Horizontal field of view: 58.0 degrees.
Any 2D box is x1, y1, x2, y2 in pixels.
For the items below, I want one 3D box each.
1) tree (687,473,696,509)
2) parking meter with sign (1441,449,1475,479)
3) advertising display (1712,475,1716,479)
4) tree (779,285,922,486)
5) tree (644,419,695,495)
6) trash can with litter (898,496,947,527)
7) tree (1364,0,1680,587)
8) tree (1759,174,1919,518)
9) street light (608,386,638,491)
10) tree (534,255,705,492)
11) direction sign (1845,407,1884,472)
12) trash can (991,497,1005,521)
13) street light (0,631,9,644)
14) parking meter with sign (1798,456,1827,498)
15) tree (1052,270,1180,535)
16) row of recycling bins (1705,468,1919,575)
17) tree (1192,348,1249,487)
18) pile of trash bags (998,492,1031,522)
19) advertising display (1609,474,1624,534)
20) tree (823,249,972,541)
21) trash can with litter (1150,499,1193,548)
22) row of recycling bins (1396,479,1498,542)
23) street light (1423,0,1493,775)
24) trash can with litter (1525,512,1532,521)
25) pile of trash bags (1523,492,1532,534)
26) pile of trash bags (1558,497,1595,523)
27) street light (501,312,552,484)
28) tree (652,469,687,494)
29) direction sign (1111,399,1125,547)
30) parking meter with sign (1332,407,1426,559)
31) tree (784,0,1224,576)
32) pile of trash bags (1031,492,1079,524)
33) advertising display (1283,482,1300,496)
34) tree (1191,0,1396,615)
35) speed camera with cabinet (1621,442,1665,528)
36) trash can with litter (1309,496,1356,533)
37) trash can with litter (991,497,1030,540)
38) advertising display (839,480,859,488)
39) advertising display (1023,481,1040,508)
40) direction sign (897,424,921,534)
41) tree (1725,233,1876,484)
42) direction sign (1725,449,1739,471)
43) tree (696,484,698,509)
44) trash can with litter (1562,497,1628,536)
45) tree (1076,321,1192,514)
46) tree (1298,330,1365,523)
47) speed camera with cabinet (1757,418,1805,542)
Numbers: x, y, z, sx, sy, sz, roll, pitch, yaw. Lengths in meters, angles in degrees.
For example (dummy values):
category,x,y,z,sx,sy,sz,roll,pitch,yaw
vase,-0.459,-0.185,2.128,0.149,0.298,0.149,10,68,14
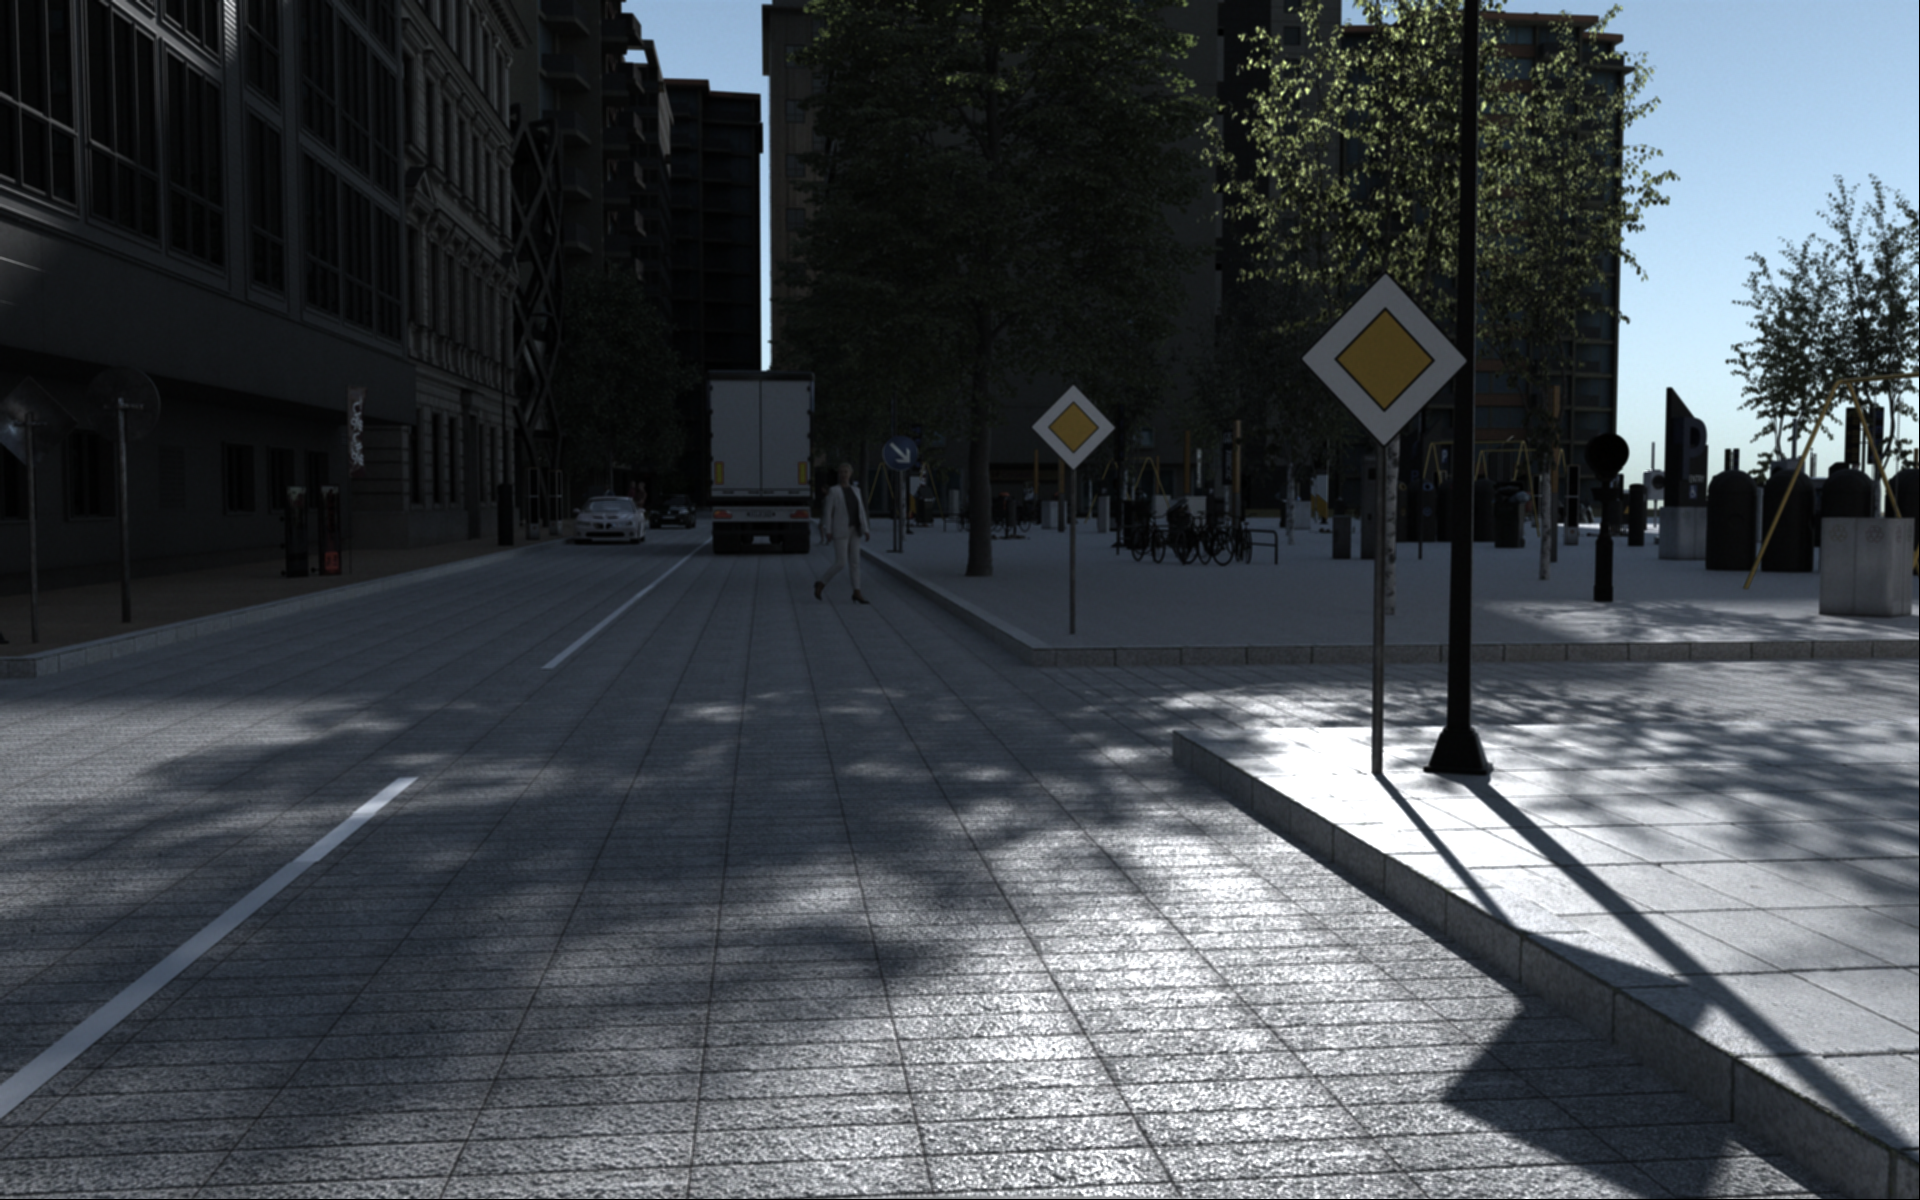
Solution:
category,x,y,z,sx,sy,sz,roll,pitch,yaw
tree,-21.808,-8.569,134.712,1.663,3.219,1.824,0,3,0
parking meter with sign,19.582,-4.337,67.171,1.738,3.016,0.543,-1,4,-11
advertising display,26.405,-3.329,59.639,0.974,1.923,0.123,0,4,5
tree,-4.865,-8.470,72.896,7.601,10.594,8.767,-1,4,-20
tree,-21.629,-10.742,125.995,4.737,8.622,4.395,0,3,0
trash can with litter,-1.651,-3.479,67.934,1.678,1.210,2.233,-2,4,-32
tree,8.558,-4.614,25.797,4.360,8.622,3.978,0,3,0
tree,20.641,-5.427,39.094,4.360,8.622,3.978,0,3,0
street light,-14.485,-6.219,74.221,1.470,5.913,1.316,0,4,-6
tree,-17.033,-10.189,83.591,9.611,12.733,9.660,0,3,0
direction sign,23.582,-3.256,45.231,0.876,3.537,0.379,2,4,27
trash can,1.672,-4.083,78.414,0.748,1.137,0.748,0,3,0
street light,-7.809,-2.578,14.694,1.470,5.913,1.316,0,4,-6
parking meter with sign,39.224,-5.065,79.081,1.738,3.016,0.543,0,4,7
tree,5.108,-6.354,54.244,4.360,8.622,3.978,0,3,0
row of recycling bins,14.140,-1.306,28.471,3.534,1.692,1.069,3,4,36
tree,12.406,-8.327,86.510,4.737,8.622,4.395,0,3,0
pile of trash bags,2.905,-4.417,81.969,1.912,1.369,3.447,-3,4,-36
advertising display,21.031,-3.078,55.532,0.123,1.923,0.974,0,4,2
tree,-1.549,-5.906,46.933,4.737,8.622,4.395,0,3,0
trash can with litter,5.006,-1.842,41.509,1.055,1.170,0.624,0,4,-4
row of recycling bins,12.814,-2.418,46.649,3.534,1.692,1.069,-1,4,-11
street light,1.783,-2.159,7.838,1.470,5.913,1.316,0,4,-6
trash can with litter,27.297,-4.431,83.509,2.233,1.210,1.678,-2,4,-32
pile of trash bags,16.768,-2.837,56.129,1.912,1.369,3.447,-1,4,-14
pile of trash bags,26.558,-4.124,77.185,1.912,1.369,3.447,-3,5,-39
street light,-11.105,-4.388,44.284,1.470,5.913,1.316,0,4,-6
tree,-20.471,-7.729,120.978,1.663,3.219,1.824,0,3,0
direction sign,3.833,-3.042,41.732,0.379,3.537,0.876,-1,4,-9
parking meter with sign,8.242,-2.316,34.130,1.738,3.016,0.543,1,4,11
tree,0.622,-6.665,27.105,7.486,12.596,7.792,0,3,0
pile of trash bags,4.255,-4.048,75.943,1.912,1.369,3.447,0,4,4
advertising display,17.557,-5.299,91.849,0.123,1.923,0.974,-3,5,-45
tree,4.562,-4.165,18.463,4.360,8.622,3.978,0,3,0
speed camera with cabinet,25.790,-4.374,65.857,2.038,3.252,0.660,-1,4,-8
trash can with litter,12.433,-2.833,57.385,1.678,1.210,2.233,-1,4,-22
trash can with litter,1.189,-2.348,49.442,1.678,1.210,2.233,2,4,27
advertising display,-5.128,-4.603,80.467,0.974,1.923,0.123,1,4,13
advertising display,3.530,-4.925,85.734,0.974,1.923,0.123,3,5,42
direction sign,-1.673,-3.898,55.729,0.876,3.537,0.379,-1,4,-16
tree,24.117,-6.096,50.037,4.737,8.622,4.395,0,3,0
direction sign,38.614,-5.793,86.710,0.379,3.537,0.876,-1,4,-22
tree,-23.893,-9.738,153.817,1.663,3.219,1.824,0,3,0
trash can with litter,19.543,-2.558,52.882,2.233,1.210,1.678,1,4,12
tree,6.655,-7.250,68.896,4.737,8.622,4.395,0,3,0
tree,16.092,-7.730,76.748,4.737,8.622,4.395,0,3,0
speed camera with cabinet,21.452,-3.152,45.871,0.660,3.252,2.038,-1,4,-11
